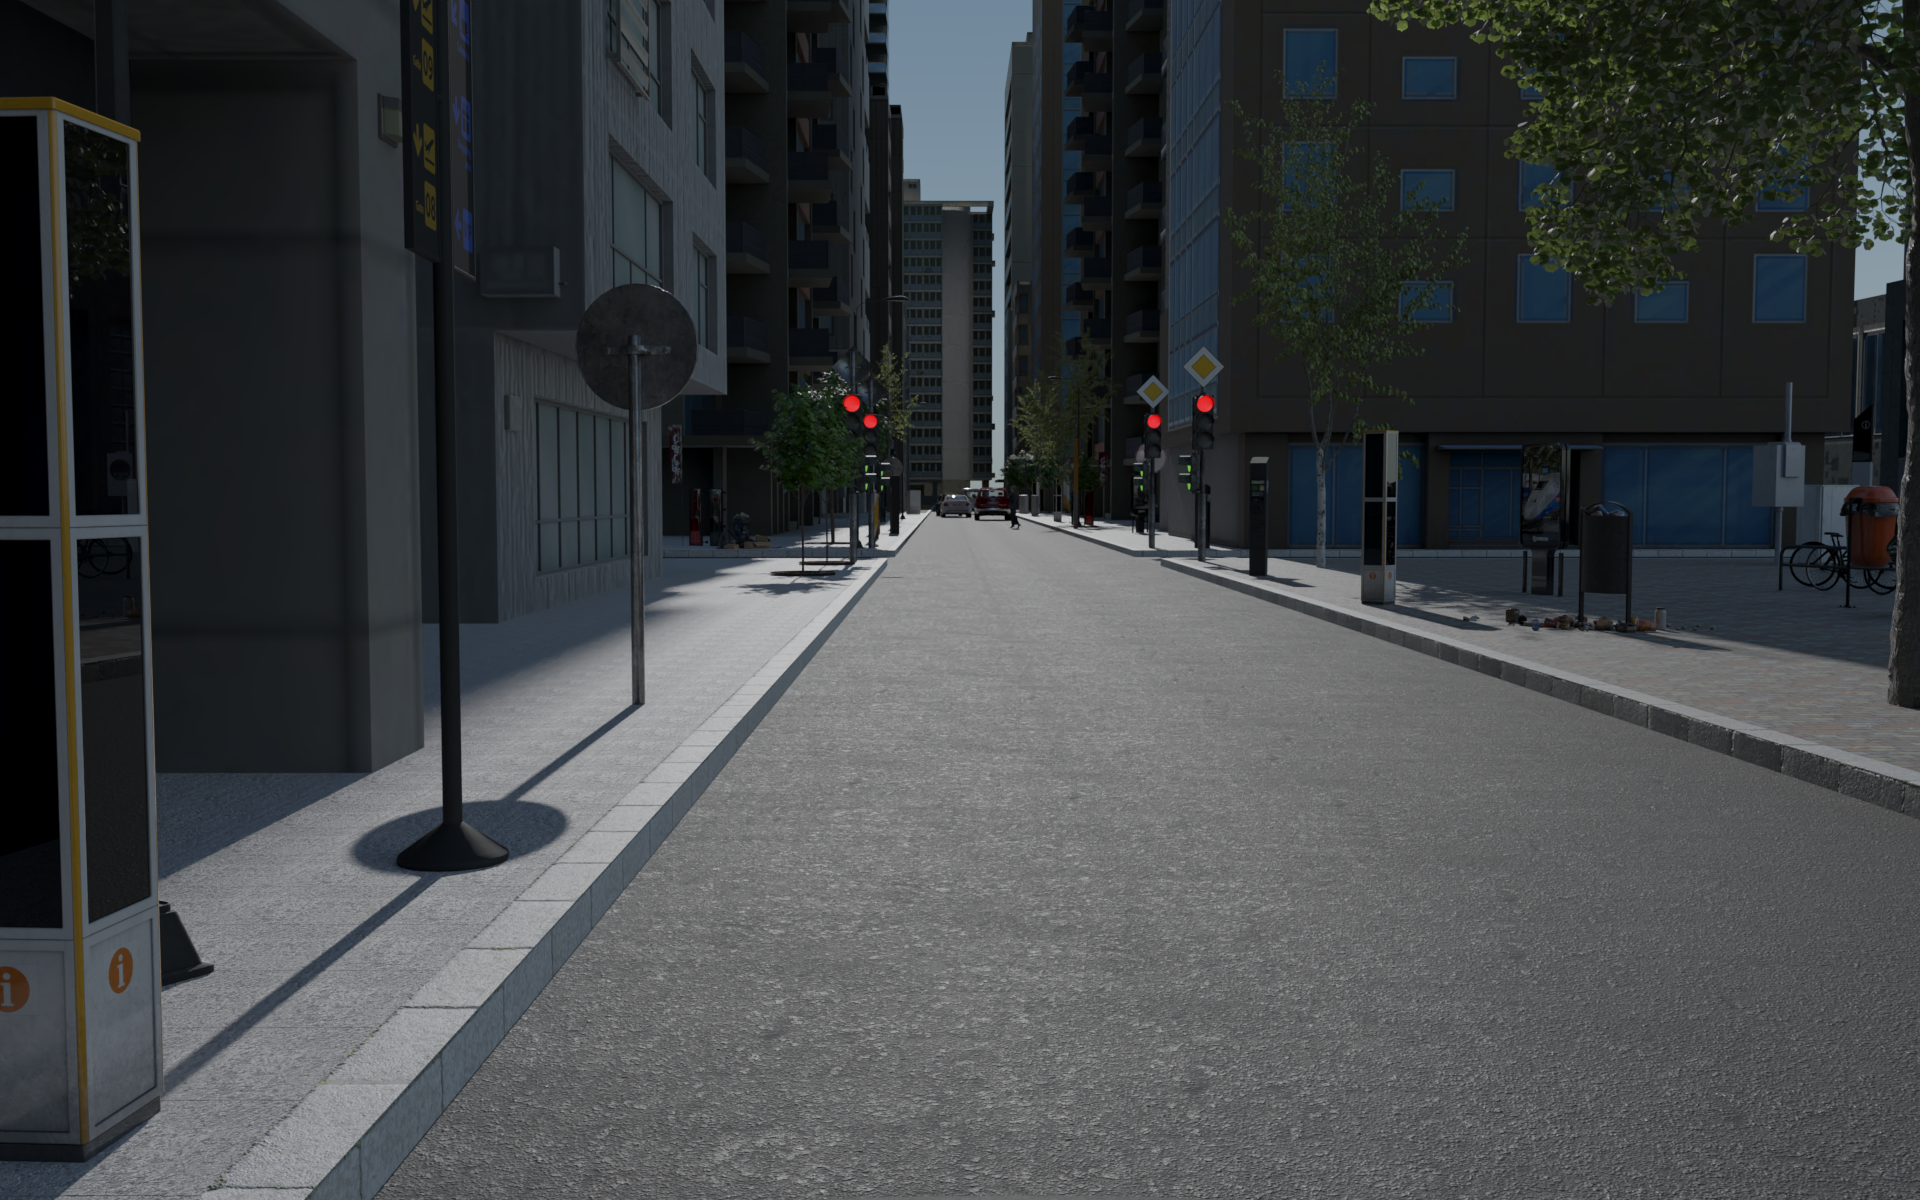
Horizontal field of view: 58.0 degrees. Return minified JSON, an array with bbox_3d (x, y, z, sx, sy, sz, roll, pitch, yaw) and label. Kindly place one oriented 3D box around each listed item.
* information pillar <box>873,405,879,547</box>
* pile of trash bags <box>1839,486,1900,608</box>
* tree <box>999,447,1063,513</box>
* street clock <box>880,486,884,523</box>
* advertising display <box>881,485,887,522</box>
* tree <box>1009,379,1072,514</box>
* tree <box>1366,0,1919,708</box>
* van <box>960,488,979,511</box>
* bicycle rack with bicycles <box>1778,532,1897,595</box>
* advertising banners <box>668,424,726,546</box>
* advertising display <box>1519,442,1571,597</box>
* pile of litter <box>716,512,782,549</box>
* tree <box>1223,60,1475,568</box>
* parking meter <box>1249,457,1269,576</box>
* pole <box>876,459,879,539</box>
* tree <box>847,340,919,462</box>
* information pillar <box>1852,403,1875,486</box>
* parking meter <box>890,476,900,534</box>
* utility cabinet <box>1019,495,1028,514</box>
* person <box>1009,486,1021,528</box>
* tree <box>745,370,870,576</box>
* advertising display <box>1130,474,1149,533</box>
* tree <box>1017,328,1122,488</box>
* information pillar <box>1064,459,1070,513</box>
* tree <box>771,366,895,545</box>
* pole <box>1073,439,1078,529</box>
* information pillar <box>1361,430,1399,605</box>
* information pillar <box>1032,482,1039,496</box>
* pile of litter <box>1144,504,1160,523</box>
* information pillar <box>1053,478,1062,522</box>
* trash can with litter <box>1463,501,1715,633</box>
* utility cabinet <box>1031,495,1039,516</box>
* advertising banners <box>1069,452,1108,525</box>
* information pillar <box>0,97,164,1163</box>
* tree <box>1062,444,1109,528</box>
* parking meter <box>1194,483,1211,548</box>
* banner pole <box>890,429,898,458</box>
[{"bbox_3d":[-2.079,-3.094,41.946,0.183,3.616,0.504,1,4,11],"label":"information pillar"},{"bbox_3d":[10.581,-0.519,18.231,1.912,1.369,3.447,-1,4,-13],"label":"pile of trash bags"},{"bbox_3d":[4.479,-8.573,123.881,4.285,4.588,4.351,0,3,0],"label":"tree"},{"bbox_3d":[-3.622,-4.500,78.148,0.471,2.002,0.358,0,4,1],"label":"street clock"},{"bbox_3d":[-3.506,-4.553,79.649,0.123,1.923,0.974,-1,4,-11],"label":"advertising display"},{"bbox_3d":[5.285,-9.853,111.460,4.360,8.622,3.978,0,3,0],"label":"tree"},{"bbox_3d":[5.460,-5.635,10.258,7.486,12.596,7.792,0,3,0],"label":"tree"},{"bbox_3d":[0.730,-7.197,124.683,2.013,2.044,4.112,0,4,-2],"label":"van"},{"bbox_3d":[12.131,-0.575,22.789,2.852,0.926,2.925,-2,4,-25],"label":"bicycle rack with bicycles"},{"bbox_3d":[-6.520,-2.851,42.809,2.074,3.025,0.090,3,5,40],"label":"advertising banners"},{"bbox_3d":[7.431,-1.029,22.045,0.123,1.923,0.974,-1,4,-12],"label":"advertising display"},{"bbox_3d":[-4.972,-1.641,40.802,1.719,0.858,1.176,-2,4,-24],"label":"pile of litter"},{"bbox_3d":[6.352,-4.858,29.785,4.737,8.622,4.395,0,3,0],"label":"tree"},{"bbox_3d":[4.697,-1.315,27.213,0.255,1.863,0.399,1,4,17],"label":"parking meter"},{"bbox_3d":[-2.414,-3.384,49.177,0.158,3.312,0.155,0,3,0],"label":"pole"},{"bbox_3d":[-4.029,-8.145,83.531,4.360,8.622,3.978,0,3,0],"label":"tree"},{"bbox_3d":[23.388,-3.274,44.887,0.183,3.616,0.504,-3,4,-36],"label":"information pillar"},{"bbox_3d":[-2.110,-3.070,55.902,0.255,1.863,0.399,-1,4,-14],"label":"parking meter"},{"bbox_3d":[4.146,-6.227,112.968,0.306,1.237,1.020,-1,4,-18],"label":"utility cabinet"},{"bbox_3d":[2.283,-3.885,72.445,0.534,1.772,0.576,0,4,-4],"label":"person"},{"bbox_3d":[-2.444,-1.996,27.229,1.663,3.219,1.824,0,3,0],"label":"tree"},{"bbox_3d":[5.965,-3.187,57.315,0.123,1.923,0.974,3,5,40],"label":"advertising display"},{"bbox_3d":[4.902,-7.691,76.113,4.737,8.622,4.395,0,3,0],"label":"tree"},{"bbox_3d":[7.066,-7.545,114.707,0.183,3.616,0.504,-3,5,-41],"label":"information pillar"},{"bbox_3d":[-3.229,-3.727,44.658,4.285,4.588,4.351,0,3,0],"label":"tree"},{"bbox_3d":[4.262,-4.275,63.734,0.158,3.312,0.155,0,3,0],"label":"pole"},{"bbox_3d":[4.874,-0.956,20.123,0.304,2.012,0.304,3,5,41],"label":"information pillar"},{"bbox_3d":[4.577,-6.147,104.988,0.304,2.012,0.304,2,4,28],"label":"information pillar"},{"bbox_3d":[8.791,-3.924,78.127,1.719,0.858,1.176,2,4,35],"label":"pile of litter"},{"bbox_3d":[4.552,-4.663,80.728,0.304,2.012,0.304,-1,4,-20],"label":"information pillar"},{"bbox_3d":[5.978,-0.352,16.816,1.678,1.210,2.233,-3,4,-37],"label":"trash can with litter"},{"bbox_3d":[4.331,-5.418,99.751,0.306,1.237,1.020,1,4,11],"label":"utility cabinet"},{"bbox_3d":[5.365,-4.644,72.118,2.074,3.025,0.090,3,5,44],"label":"advertising banners"},{"bbox_3d":[-1.812,0.066,3.410,0.304,2.012,0.304,0,4,3],"label":"information pillar"},{"bbox_3d":[4.798,-4.394,66.451,1.663,3.219,1.824,0,3,0],"label":"tree"},{"bbox_3d":[5.754,-1.999,41.092,0.372,1.533,0.369,0,3,0],"label":"parking meter"},{"bbox_3d":[-2.530,-4.667,66.317,0.401,3.779,0.863,1,4,18],"label":"banner pole"}]
